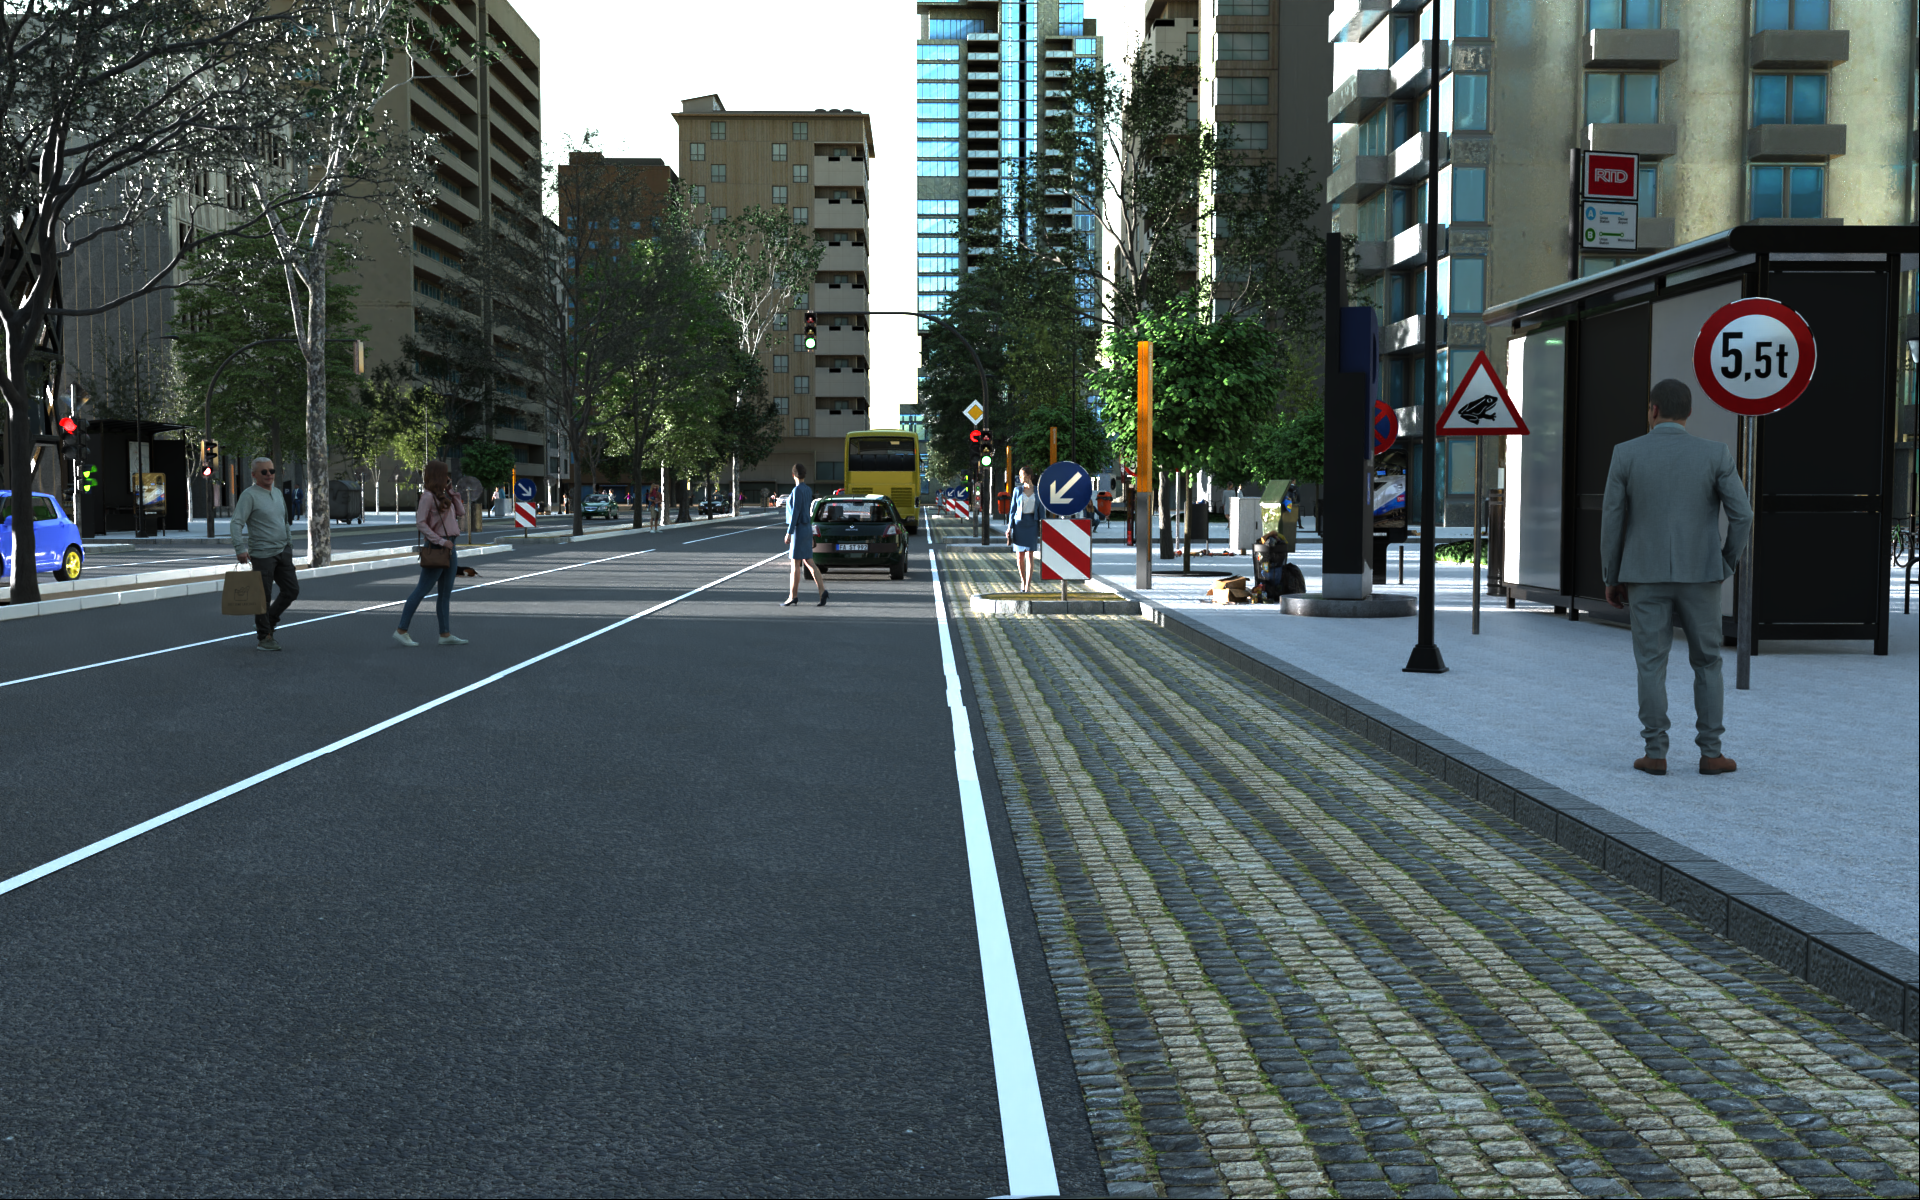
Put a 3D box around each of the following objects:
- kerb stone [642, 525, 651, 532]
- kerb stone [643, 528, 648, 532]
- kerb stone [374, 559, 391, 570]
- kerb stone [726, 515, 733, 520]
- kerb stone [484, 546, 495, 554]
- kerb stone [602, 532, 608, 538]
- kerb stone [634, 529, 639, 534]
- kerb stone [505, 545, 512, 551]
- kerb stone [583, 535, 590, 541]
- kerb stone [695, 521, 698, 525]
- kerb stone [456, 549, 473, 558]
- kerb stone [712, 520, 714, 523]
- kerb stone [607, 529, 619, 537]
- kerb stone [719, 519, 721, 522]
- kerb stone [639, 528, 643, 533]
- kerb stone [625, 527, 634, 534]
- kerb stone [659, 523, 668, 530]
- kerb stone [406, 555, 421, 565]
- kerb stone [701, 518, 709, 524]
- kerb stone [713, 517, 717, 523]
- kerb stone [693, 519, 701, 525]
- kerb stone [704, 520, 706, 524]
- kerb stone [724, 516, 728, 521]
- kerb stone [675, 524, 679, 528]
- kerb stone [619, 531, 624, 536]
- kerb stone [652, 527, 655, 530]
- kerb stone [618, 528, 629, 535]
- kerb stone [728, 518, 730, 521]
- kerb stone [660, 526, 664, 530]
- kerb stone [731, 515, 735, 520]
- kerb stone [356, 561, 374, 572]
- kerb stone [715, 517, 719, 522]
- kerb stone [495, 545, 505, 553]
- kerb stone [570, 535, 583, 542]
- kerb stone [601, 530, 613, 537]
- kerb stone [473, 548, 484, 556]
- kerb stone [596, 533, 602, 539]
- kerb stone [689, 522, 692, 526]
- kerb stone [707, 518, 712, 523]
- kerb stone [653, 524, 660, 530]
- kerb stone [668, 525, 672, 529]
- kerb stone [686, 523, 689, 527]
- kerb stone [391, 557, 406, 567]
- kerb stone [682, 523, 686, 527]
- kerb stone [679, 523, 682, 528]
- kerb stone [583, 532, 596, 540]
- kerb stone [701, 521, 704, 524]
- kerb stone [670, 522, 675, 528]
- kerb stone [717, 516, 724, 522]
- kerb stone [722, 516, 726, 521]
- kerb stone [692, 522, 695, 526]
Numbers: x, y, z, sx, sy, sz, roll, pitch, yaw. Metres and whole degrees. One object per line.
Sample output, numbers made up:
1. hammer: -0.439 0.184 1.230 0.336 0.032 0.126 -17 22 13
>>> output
1. kerb stone: -11.894 -2.648 65.525 0.120 0.150 1.000 0 4 -1
2. kerb stone: -11.871 -2.582 64.502 0.120 0.150 1.000 0 4 -1
3. kerb stone: -11.181 -0.667 33.209 0.120 0.150 1.000 0 4 -1
4. kerb stone: -12.492 -4.342 93.192 0.120 0.150 1.000 0 4 -1
5. kerb stone: -11.359 -1.175 41.402 0.120 0.150 1.000 0 4 -1
6. kerb stone: -11.690 -2.086 56.309 0.120 0.150 1.000 0 4 -1
7. kerb stone: -11.816 -2.461 62.453 0.120 0.150 1.000 0 4 -1
8. kerb stone: -11.413 -1.300 43.445 0.120 0.150 1.000 0 4 -1
9. kerb stone: -11.621 -1.899 53.239 0.120 0.150 1.000 0 4 -1
10. kerb stone: -12.176 -3.465 78.863 0.120 0.150 1.000 0 4 -1
11. kerb stone: -11.319 -1.047 39.353 0.120 0.150 1.000 0 4 -1
12. kerb stone: -12.312 -3.838 85.004 0.120 0.150 1.000 0 4 -1
13. kerb stone: -11.731 -2.212 58.356 0.120 0.150 1.000 0 4 -1
14. kerb stone: -12.378 -4.029 88.072 0.120 0.150 1.000 0 4 -1
15. kerb stone: -11.839 -2.525 63.478 0.120 0.150 1.000 0 4 -1
16. kerb stone: -11.796 -2.400 61.431 0.120 0.150 1.000 0 4 -1
17. kerb stone: -11.975 -2.902 69.641 0.120 0.150 1.000 0 4 -1
18. kerb stone: -11.230 -0.798 35.256 0.120 0.150 1.000 0 4 -1
19. kerb stone: -12.270 -3.716 82.960 0.120 0.150 1.000 0 4 -1
20. kerb stone: -12.327 -3.904 86.026 0.120 0.150 1.000 0 4 -1
21. kerb stone: -12.198 -3.528 79.889 0.120 0.150 1.000 0 4 -1
22. kerb stone: -12.250 -3.649 81.938 0.120 0.150 1.000 0 4 -1
23. kerb stone: -12.441 -4.214 91.143 0.120 0.150 1.000 0 4 -1
24. kerb stone: -12.047 -3.090 72.712 0.120 0.150 1.000 0 4 -1
25. kerb stone: -11.763 -2.274 59.378 0.120 0.150 1.000 0 4 -1
26. kerb stone: -11.910 -2.713 66.555 0.120 0.150 1.000 0 4 -1
27. kerb stone: -11.780 -2.335 60.407 0.120 0.150 1.000 0 4 -1
28. kerb stone: -12.464 -4.280 92.170 0.120 0.150 1.000 0 4 -1
29. kerb stone: -11.957 -2.839 68.611 0.120 0.150 1.000 0 4 -1
30. kerb stone: -12.519 -4.405 94.216 0.120 0.150 1.000 0 4 -1
31. kerb stone: -11.162 -0.611 32.187 0.120 0.150 1.000 0 4 -1
32. kerb stone: -12.359 -3.966 87.050 0.120 0.150 1.000 0 4 -1
33. kerb stone: -11.387 -1.237 42.423 0.120 0.150 1.000 0 4 -1
34. kerb stone: -11.595 -1.836 52.217 0.120 0.150 1.000 0 4 -1
35. kerb stone: -11.706 -2.149 57.332 0.120 0.150 1.000 0 4 -1
36. kerb stone: -11.341 -1.109 40.375 0.120 0.150 1.000 0 4 -1
37. kerb stone: -11.664 -2.023 55.287 0.120 0.150 1.000 0 4 -1
38. kerb stone: -12.142 -3.341 76.814 0.120 0.150 1.000 0 4 -1
39. kerb stone: -12.292 -3.779 83.982 0.120 0.150 1.000 0 4 -1
40. kerb stone: -11.935 -2.771 67.581 0.120 0.150 1.000 0 4 -1
41. kerb stone: -12.006 -2.965 70.668 0.120 0.150 1.000 0 4 -1
42. kerb stone: -12.115 -3.275 75.791 0.120 0.150 1.000 0 4 -1
43. kerb stone: -11.207 -0.736 34.234 0.120 0.150 1.000 0 4 -1
44. kerb stone: -12.081 -3.215 74.767 0.120 0.150 1.000 0 4 -1
45. kerb stone: -12.058 -3.148 73.737 0.120 0.150 1.000 0 4 -1
46. kerb stone: -11.650 -1.961 54.261 0.120 0.150 1.000 0 4 -1
47. kerb stone: -12.221 -3.591 80.911 0.120 0.150 1.000 0 4 -1
48. kerb stone: -12.021 -3.024 71.690 0.120 0.150 1.000 0 4 -1
49. kerb stone: -12.404 -4.090 89.094 0.120 0.150 1.000 0 4 -1
50. kerb stone: -12.427 -4.153 90.117 0.120 0.150 1.000 0 4 -1
51. kerb stone: -12.148 -3.400 77.837 0.120 0.150 1.000 0 4 -1
